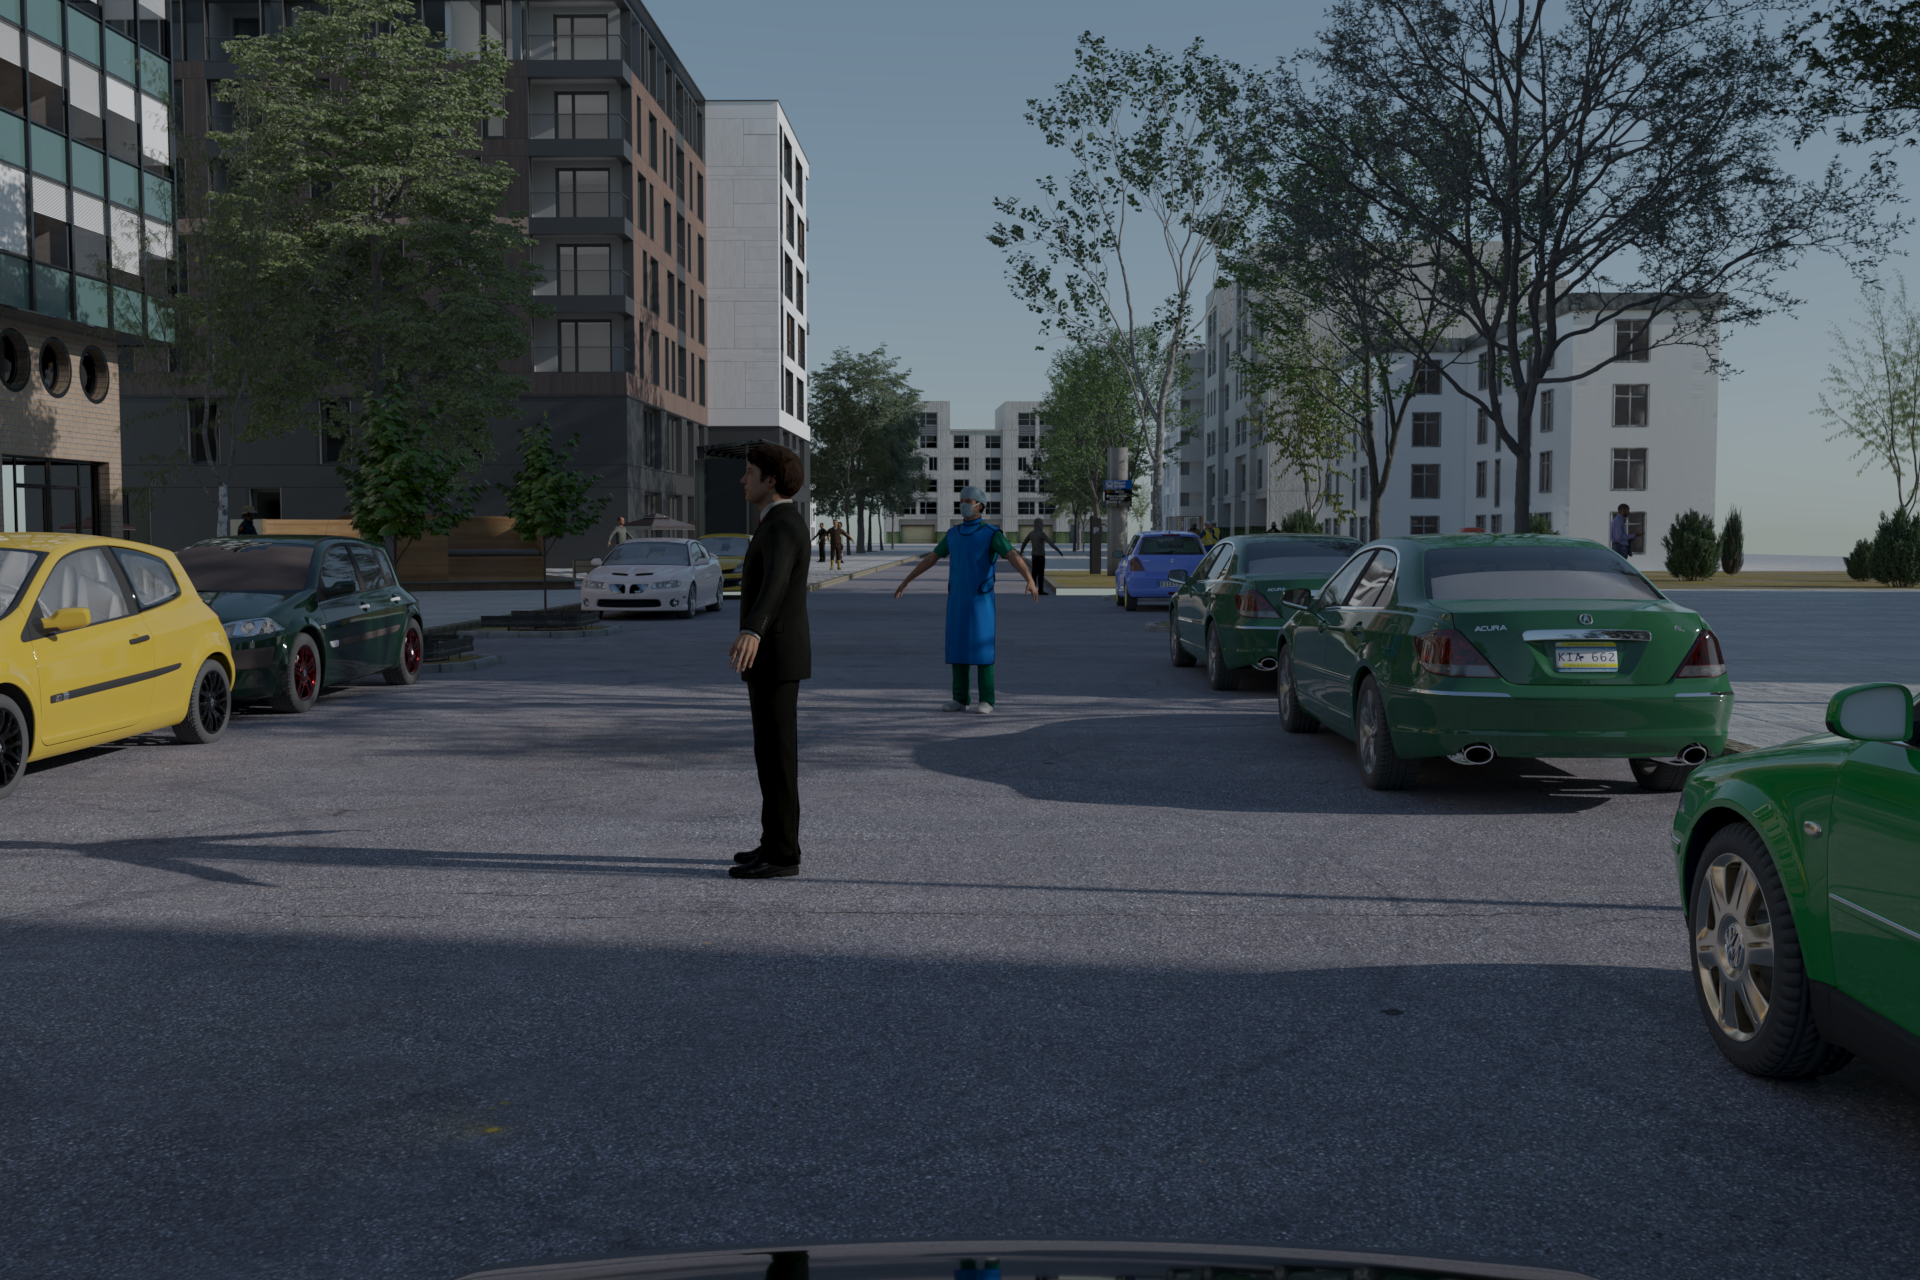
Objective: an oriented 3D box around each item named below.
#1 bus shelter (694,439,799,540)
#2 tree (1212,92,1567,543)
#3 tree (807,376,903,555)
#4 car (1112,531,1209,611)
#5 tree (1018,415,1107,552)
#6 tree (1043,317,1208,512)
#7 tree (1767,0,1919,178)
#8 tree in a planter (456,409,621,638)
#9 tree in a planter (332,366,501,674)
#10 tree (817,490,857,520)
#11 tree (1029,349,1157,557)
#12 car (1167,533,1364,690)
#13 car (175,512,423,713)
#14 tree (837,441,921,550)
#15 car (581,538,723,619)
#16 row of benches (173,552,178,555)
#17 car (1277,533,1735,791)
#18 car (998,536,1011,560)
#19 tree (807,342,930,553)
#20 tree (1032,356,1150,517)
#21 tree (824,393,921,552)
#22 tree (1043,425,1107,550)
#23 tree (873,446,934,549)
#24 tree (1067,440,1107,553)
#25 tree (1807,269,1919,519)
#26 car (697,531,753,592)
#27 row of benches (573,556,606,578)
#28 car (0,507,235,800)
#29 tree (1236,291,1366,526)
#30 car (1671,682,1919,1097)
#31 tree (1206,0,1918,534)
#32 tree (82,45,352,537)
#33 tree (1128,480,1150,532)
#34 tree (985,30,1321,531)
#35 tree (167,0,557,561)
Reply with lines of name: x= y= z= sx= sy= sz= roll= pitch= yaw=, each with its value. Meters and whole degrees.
bus shelter: x=-5.575 y=-3.347 z=46.000 sx=1.731 sy=3.624 sz=6.357 roll=0 pitch=4 yaw=3
tree: x=9.830 y=-6.996 z=40.135 sx=9.928 sy=11.665 sz=9.643 roll=0 pitch=3 yaw=0
tree: x=-6.990 y=-10.345 z=103.550 sx=7.601 sy=10.594 sz=8.767 roll=-2 pitch=4 yaw=-28
car: x=3.933 y=-1.462 z=33.496 sx=1.945 sy=1.707 sz=3.694 roll=0 pitch=4 yaw=1
tree: x=8.264 y=-11.713 z=125.920 sx=8.767 sy=10.594 sz=7.601 roll=1 pitch=4 yaw=11
tree: x=7.797 y=-9.543 z=81.790 sx=9.928 sy=11.665 sz=9.643 roll=0 pitch=3 yaw=0
tree: x=9.650 y=-4.766 z=12.339 sx=7.601 sy=10.594 sz=8.767 roll=-1 pitch=4 yaw=-12
tree in a planter: x=-5.955 y=-1.685 z=24.772 sx=1.991 sy=3.239 sz=1.994 roll=0 pitch=4 yaw=1
tree in a planter: x=-6.082 y=-1.308 z=18.609 sx=1.991 sy=3.239 sz=1.994 roll=0 pitch=4 yaw=2
tree: x=-17.143 y=-18.981 z=236.094 sx=9.928 sy=11.665 sz=9.643 roll=0 pitch=3 yaw=0
tree: x=7.663 y=-10.526 z=97.856 sx=9.928 sy=11.665 sz=9.643 roll=0 pitch=3 yaw=0
car: x=3.210 y=-0.336 z=17.296 sx=2.131 sy=1.459 sz=4.920 roll=0 pitch=4 yaw=0
car: x=-6.066 y=-0.325 z=15.102 sx=2.009 sy=1.686 sz=4.222 roll=0 pitch=4 yaw=1
tree: x=-6.434 y=-12.296 z=135.455 sx=7.601 sy=10.594 sz=8.767 roll=1 pitch=4 yaw=21
car: x=-5.390 y=-1.127 z=30.786 sx=2.083 sy=1.381 sz=4.827 roll=0 pitch=4 yaw=2
row of benches: x=-26.649 y=-2.724 z=59.994 sx=1.422 sy=0.672 sz=4.104 roll=-3 pitch=4 yaw=-37
car: x=3.222 y=0.043 z=11.099 sx=2.131 sy=1.459 sz=4.920 roll=0 pitch=4 yaw=1
car: x=1.919 y=-5.446 z=98.628 sx=1.945 sy=1.707 sz=3.694 roll=0 pitch=4 yaw=1
tree: x=-6.701 y=-12.708 z=114.431 sx=9.857 sy=13.997 sz=8.962 roll=0 pitch=3 yaw=0
tree: x=8.402 y=-11.753 z=110.286 sx=7.486 sy=12.596 sz=7.792 roll=0 pitch=3 yaw=0
tree: x=-6.365 y=-12.147 z=124.358 sx=9.928 sy=11.665 sz=9.643 roll=0 pitch=3 yaw=0
tree: x=9.900 y=-13.514 z=139.086 sx=7.486 sy=12.596 sz=7.792 roll=0 pitch=3 yaw=0
tree: x=-5.474 y=-13.012 z=147.156 sx=8.767 sy=10.594 sz=7.601 roll=3 pitch=5 yaw=42
tree: x=8.603 y=-10.369 z=119.895 sx=4.737 sy=8.622 sz=4.395 roll=0 pitch=3 yaw=0
tree: x=26.122 y=-5.936 z=47.414 sx=4.360 sy=8.622 sz=3.978 roll=0 pitch=3 yaw=0
car: x=-5.342 y=-1.786 z=39.424 sx=2.015 sy=1.641 sz=3.980 roll=0 pitch=4 yaw=1
row of benches: x=-9.209 y=-2.032 z=48.679 sx=4.104 sy=0.672 sz=1.422 roll=2 pitch=4 yaw=34
car: x=-5.972 y=-0.016 z=10.488 sx=2.015 sy=1.641 sz=3.980 roll=0 pitch=4 yaw=1
tree: x=10.496 y=-6.213 z=51.948 sx=4.737 sy=8.622 sz=4.395 roll=0 pitch=3 yaw=0
car: x=2.886 y=0.343 z=3.190 sx=1.959 sy=1.807 sz=4.718 roll=0 pitch=4 yaw=2
tree: x=9.134 y=-7.199 z=28.079 sx=12.009 sy=13.543 sz=11.850 roll=0 pitch=3 yaw=0
tree: x=-11.221 y=-4.631 z=26.073 sx=4.360 sy=8.622 sz=3.978 roll=0 pitch=3 yaw=0
tree: x=24.426 y=-17.411 z=235.033 sx=4.737 sy=8.622 sz=4.395 roll=0 pitch=3 yaw=0
tree: x=6.969 y=-12.800 z=65.167 sx=12.611 sy=20.169 sz=13.585 roll=0 pitch=3 yaw=0
tree: x=-11.974 y=-7.152 z=35.063 sx=7.486 sy=12.596 sz=7.792 roll=0 pitch=3 yaw=0
